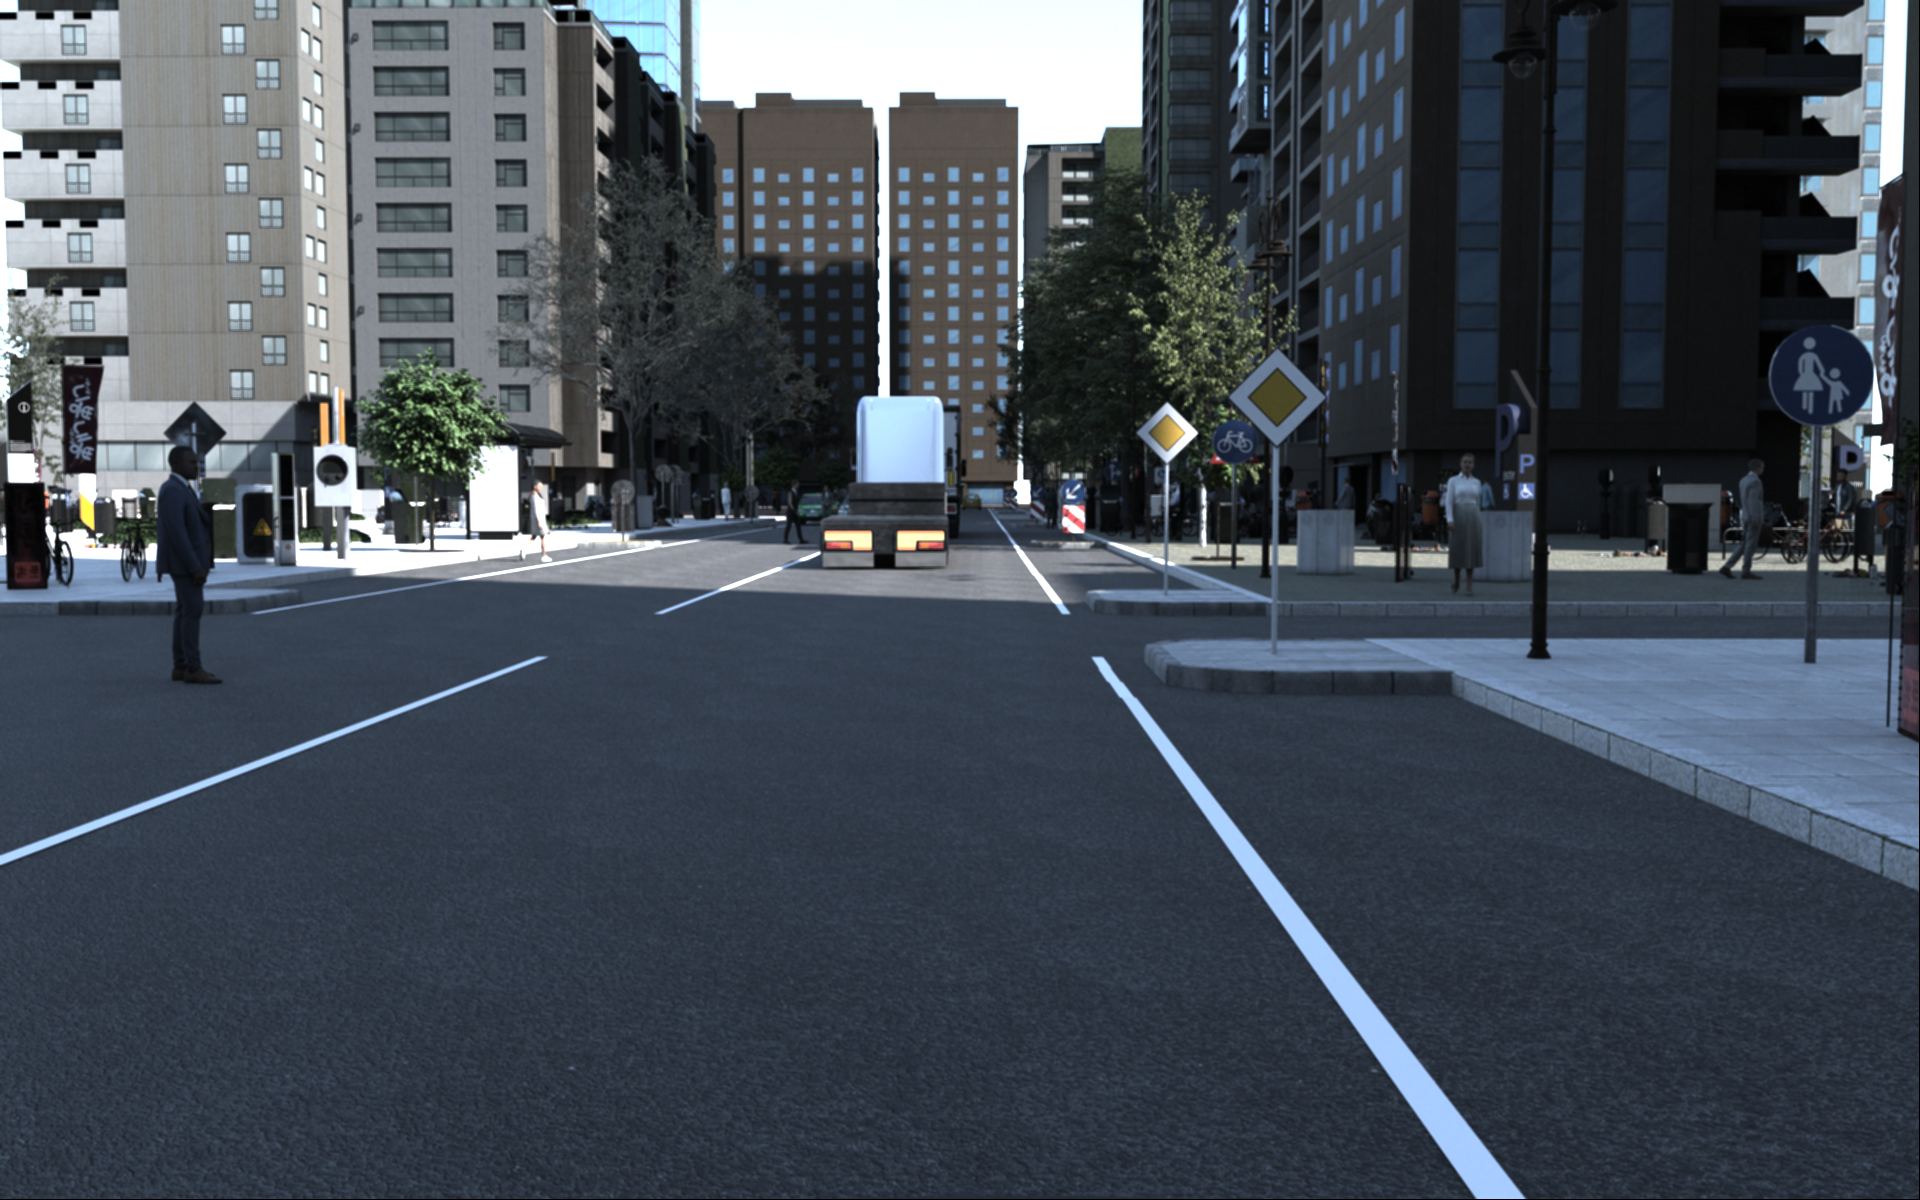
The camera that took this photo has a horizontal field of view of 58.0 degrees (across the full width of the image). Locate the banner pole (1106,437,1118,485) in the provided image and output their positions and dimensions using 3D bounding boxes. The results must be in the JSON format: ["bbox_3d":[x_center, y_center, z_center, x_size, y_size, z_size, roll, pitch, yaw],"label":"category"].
[{"bbox_3d":[6.029,-4.832,69.025,0.863,3.779,0.401,-3,5,-41],"label":"banner pole"}]

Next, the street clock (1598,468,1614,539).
[{"bbox_3d":[18.304,-2.723,49.097,0.471,2.002,0.358,-3,4,-38],"label":"street clock"}]

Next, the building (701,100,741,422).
[{"bbox_3d":[-30.645,-33.449,197.002,14.200,45.320,14.600,0,4,1],"label":"building"}]

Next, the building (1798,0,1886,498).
[{"bbox_3d":[62.137,-32.489,150.799,30.456,49.044,23.786,0,4,1],"label":"building"}]

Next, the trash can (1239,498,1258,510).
[{"bbox_3d":[9.372,-2.753,56.669,0.748,1.137,0.748,0,3,0],"label":"trash can"}]

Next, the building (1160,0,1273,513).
[{"bbox_3d":[26.020,-48.882,111.897,22.319,86.520,31.000,0,4,1],"label":"building"}]

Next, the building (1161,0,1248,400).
[{"bbox_3d":[22.634,-27.660,135.831,14.154,41.232,14.086,0,4,1],"label":"building"}]

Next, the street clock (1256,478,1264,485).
[{"bbox_3d":[13.888,-4.612,79.969,0.471,2.002,0.358,-3,5,-40],"label":"street clock"}]

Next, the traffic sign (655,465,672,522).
[{"bbox_3d":[-12.786,-4.559,74.642,0.768,2.556,0.104,1,4,10],"label":"traffic sign"}]

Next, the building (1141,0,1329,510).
[{"bbox_3d":[24.930,-43.667,152.210,20.563,71.187,20.611,0,4,1],"label":"building"}]

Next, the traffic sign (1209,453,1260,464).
[{"bbox_3d":[4.824,-1.863,30.465,0.884,2.594,0.081,0,4,3],"label":"traffic sign"}]

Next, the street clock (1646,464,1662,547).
[{"bbox_3d":[16.743,-2.277,41.795,0.358,2.002,0.471,2,4,29],"label":"street clock"}]

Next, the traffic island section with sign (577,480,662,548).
[{"bbox_3d":[-9.112,-2.322,46.588,1.989,1.847,2.006,0,4,1],"label":"traffic island section with sign"}]

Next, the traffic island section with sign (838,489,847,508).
[{"bbox_3d":[-8.324,-7.041,123.740,1.989,1.847,2.006,0,4,1],"label":"traffic island section with sign"}]

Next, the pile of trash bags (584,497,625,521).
[{"bbox_3d":[-16.671,-4.435,82.257,1.912,1.369,3.447,-2,4,-30],"label":"pile of trash bags"}]

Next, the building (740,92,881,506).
[{"bbox_3d":[-16.450,-33.417,196.471,14.200,45.320,14.600,0,4,1],"label":"building"}]

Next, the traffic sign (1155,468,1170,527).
[{"bbox_3d":[7.833,-3.974,67.108,0.606,2.300,0.079,0,4,6],"label":"traffic sign"}]

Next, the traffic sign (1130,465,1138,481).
[{"bbox_3d":[6.785,-4.255,69.675,0.768,2.556,0.104,0,4,5],"label":"traffic sign"}]

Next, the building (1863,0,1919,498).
[{"bbox_3d":[36.771,-23.446,37.964,28.867,44.769,22.147,0,4,1],"label":"building"}]

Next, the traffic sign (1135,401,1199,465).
[{"bbox_3d":[2.618,-1.198,21.776,0.795,2.593,0.064,0,4,1],"label":"traffic sign"}]

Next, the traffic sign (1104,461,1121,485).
[{"bbox_3d":[5.976,-4.111,67.325,0.768,2.556,0.104,1,4,8],"label":"traffic sign"}]

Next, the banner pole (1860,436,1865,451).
[{"bbox_3d":[38.712,-5.163,74.433,0.401,3.779,0.863,3,4,36],"label":"banner pole"}]

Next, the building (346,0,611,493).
[{"bbox_3d":[-27.355,-20.356,104.525,14.160,30.474,14.107,0,4,1],"label":"building"}]

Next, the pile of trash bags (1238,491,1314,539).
[{"bbox_3d":[9.441,-2.538,51.245,1.912,1.369,3.447,3,5,41],"label":"pile of trash bags"}]

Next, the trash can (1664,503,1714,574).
[{"bbox_3d":[11.700,-0.990,27.835,0.748,1.137,0.748,0,3,0],"label":"trash can"}]

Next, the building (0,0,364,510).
[{"bbox_3d":[-64.901,-34.317,150.318,27.495,52.752,28.713,0,4,1],"label":"building"}]

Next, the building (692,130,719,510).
[{"bbox_3d":[-26.673,-22.098,133.004,14.160,30.474,14.107,0,4,1],"label":"building"}]

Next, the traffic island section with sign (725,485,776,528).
[{"bbox_3d":[-8.848,-3.970,73.542,1.989,1.847,2.006,0,4,1],"label":"traffic island section with sign"}]

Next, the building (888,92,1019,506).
[{"bbox_3d":[-0.632,-33.399,196.184,14.200,45.320,14.600,0,4,1],"label":"building"}]

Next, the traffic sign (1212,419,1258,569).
[{"bbox_3d":[4.685,-1.802,29.565,0.768,2.556,0.104,1,4,8],"label":"traffic sign"}]

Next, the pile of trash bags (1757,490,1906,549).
[{"bbox_3d":[20.516,-1.912,41.007,1.912,1.369,3.447,-3,5,-45],"label":"pile of trash bags"}]

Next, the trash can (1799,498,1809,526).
[{"bbox_3d":[33.487,-3.494,68.785,0.748,1.137,0.748,0,3,0],"label":"trash can"}]

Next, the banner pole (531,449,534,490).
[{"bbox_3d":[-21.097,-5.842,85.537,0.401,3.779,0.863,-1,4,-21],"label":"banner pole"}]

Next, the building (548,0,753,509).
[{"bbox_3d":[-35.309,-51.312,151.624,31.000,86.520,22.319,0,4,1],"label":"building"}]

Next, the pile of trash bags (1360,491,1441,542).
[{"bbox_3d":[12.455,-2.331,47.865,1.912,1.369,3.447,0,4,-8],"label":"pile of trash bags"}]

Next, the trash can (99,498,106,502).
[{"bbox_3d":[-32.863,-3.327,66.051,0.748,1.137,0.748,0,3,0],"label":"trash can"}]

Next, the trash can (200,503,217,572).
[{"bbox_3d":[-12.550,-1.022,28.362,0.748,1.137,0.748,0,3,0],"label":"trash can"}]

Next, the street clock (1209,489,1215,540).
[{"bbox_3d":[7.076,-2.662,48.087,0.471,2.002,0.358,2,4,30],"label":"street clock"}]

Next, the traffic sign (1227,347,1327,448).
[{"bbox_3d":[2.536,-0.710,13.792,0.795,2.593,0.064,0,4,1],"label":"traffic sign"}]

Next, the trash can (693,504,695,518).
[{"bbox_3d":[-13.630,-4.825,90.542,0.748,1.137,0.748,0,3,0],"label":"trash can"}]

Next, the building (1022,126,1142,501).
[{"bbox_3d":[14.167,-31.331,195.853,14.086,41.232,14.154,0,4,1],"label":"building"}]

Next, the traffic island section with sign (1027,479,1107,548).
[{"bbox_3d":[2.900,-2.322,46.596,1.989,1.847,2.006,0,4,1],"label":"traffic island section with sign"}]

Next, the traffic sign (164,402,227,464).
[{"bbox_3d":[-9.675,-1.207,21.922,0.795,2.593,0.064,0,4,1],"label":"traffic sign"}]

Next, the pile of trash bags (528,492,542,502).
[{"bbox_3d":[-20.326,-4.110,76.956,3.447,1.369,1.912,-1,4,-12],"label":"pile of trash bags"}]

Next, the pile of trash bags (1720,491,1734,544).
[{"bbox_3d":[20.513,-2.187,45.513,1.912,1.369,3.447,3,5,40],"label":"pile of trash bags"}]

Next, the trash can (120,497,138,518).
[{"bbox_3d":[-37.996,-4.134,79.239,0.748,1.137,0.748,0,3,0],"label":"trash can"}]

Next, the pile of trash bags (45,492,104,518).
[{"bbox_3d":[-45.989,-4.888,89.667,1.912,1.369,3.447,3,5,39],"label":"pile of trash bags"}]

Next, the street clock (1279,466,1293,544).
[{"bbox_3d":[8.350,-2.450,44.629,0.471,2.002,0.358,-3,5,-42],"label":"street clock"}]

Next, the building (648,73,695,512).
[{"bbox_3d":[-26.760,-21.237,118.923,14.160,30.474,14.107,0,4,1],"label":"building"}]

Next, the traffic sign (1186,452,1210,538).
[{"bbox_3d":[6.983,-3.094,50.690,0.768,2.556,0.104,0,4,4],"label":"traffic sign"}]

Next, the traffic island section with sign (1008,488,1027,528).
[{"bbox_3d":[3.179,-4.008,74.162,1.989,1.847,2.006,0,4,1],"label":"traffic island section with sign"}]

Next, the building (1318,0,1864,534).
[{"bbox_3d":[21.061,-25.100,60.502,14.600,45.320,14.200,0,4,1],"label":"building"}]

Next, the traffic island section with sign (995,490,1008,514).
[{"bbox_3d":[3.701,-7.054,123.964,1.989,1.847,2.006,0,4,1],"label":"traffic island section with sign"}]
